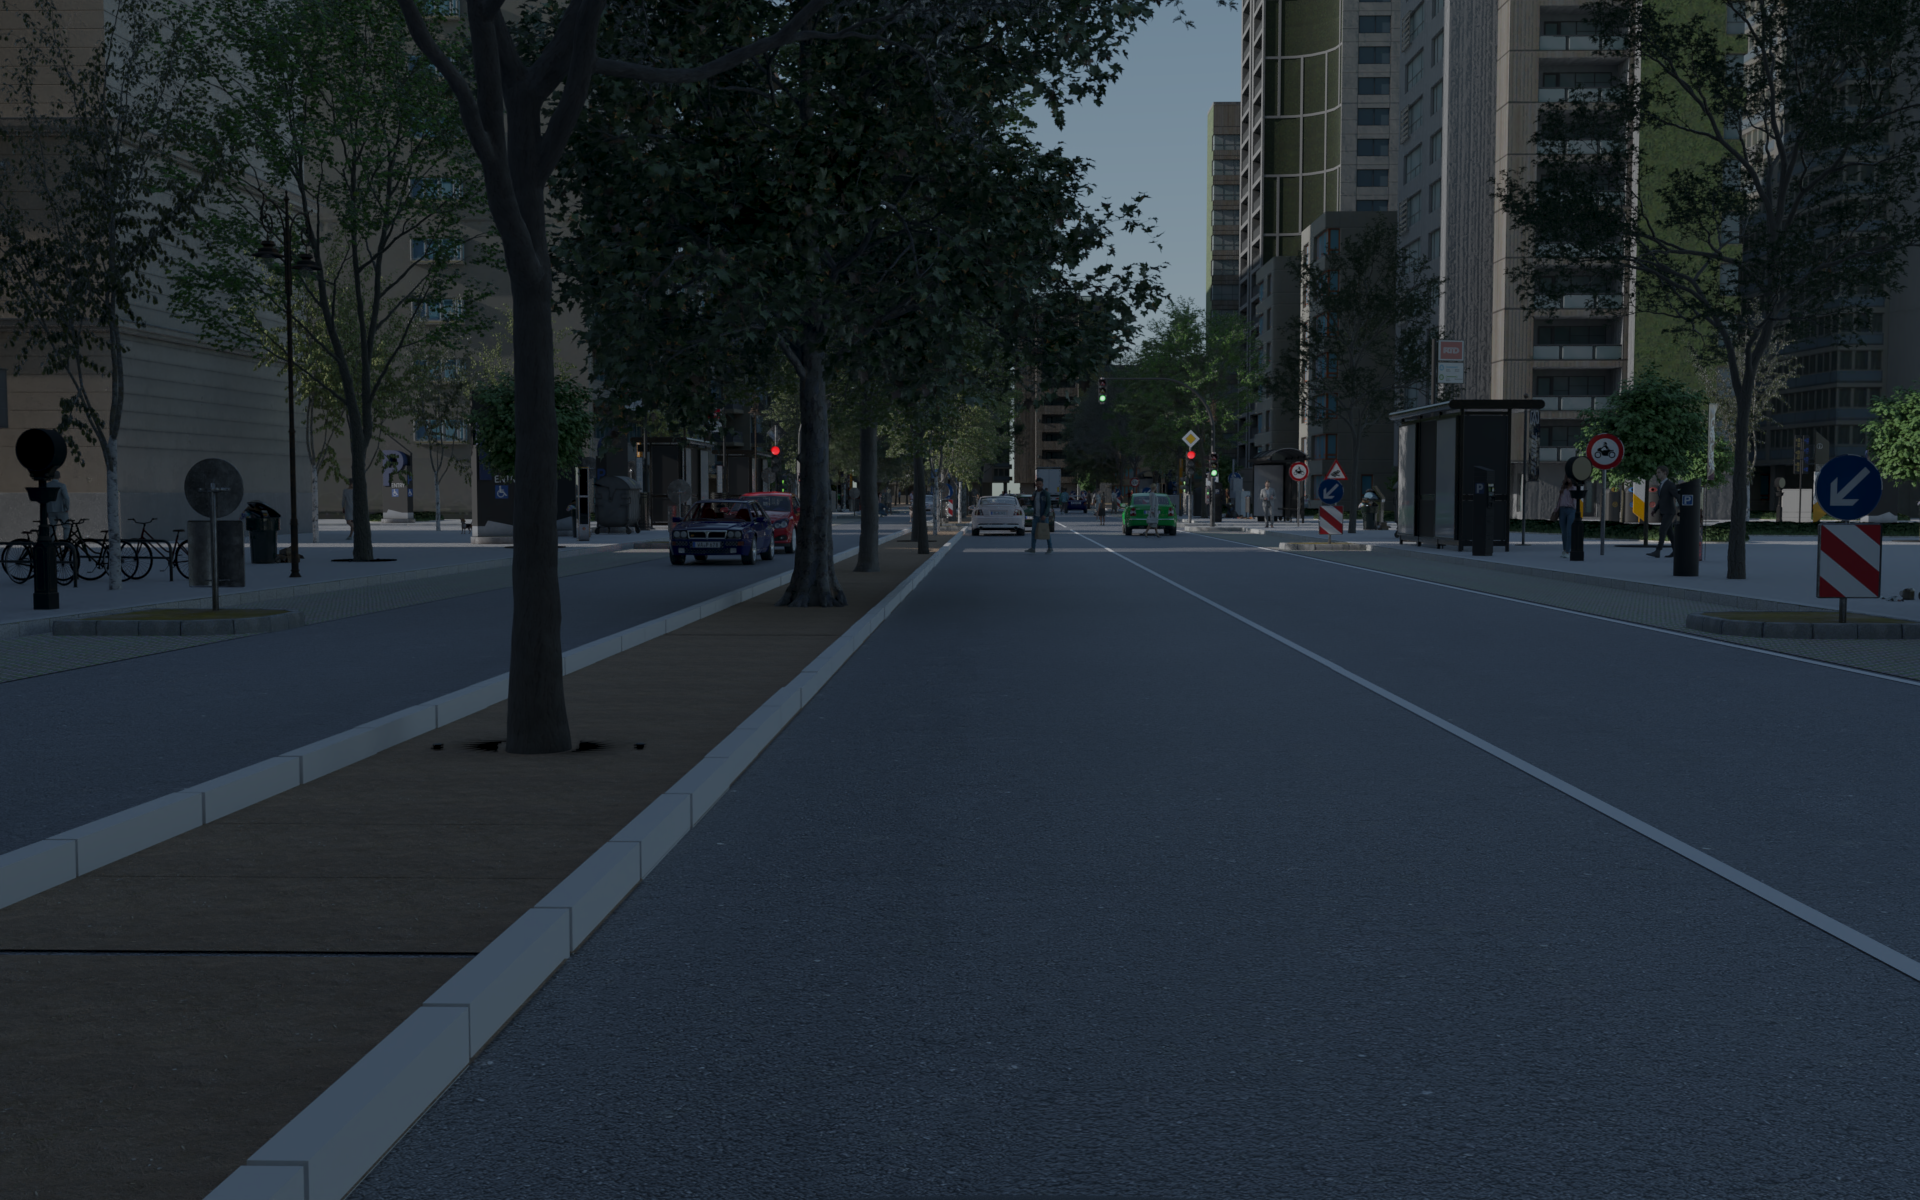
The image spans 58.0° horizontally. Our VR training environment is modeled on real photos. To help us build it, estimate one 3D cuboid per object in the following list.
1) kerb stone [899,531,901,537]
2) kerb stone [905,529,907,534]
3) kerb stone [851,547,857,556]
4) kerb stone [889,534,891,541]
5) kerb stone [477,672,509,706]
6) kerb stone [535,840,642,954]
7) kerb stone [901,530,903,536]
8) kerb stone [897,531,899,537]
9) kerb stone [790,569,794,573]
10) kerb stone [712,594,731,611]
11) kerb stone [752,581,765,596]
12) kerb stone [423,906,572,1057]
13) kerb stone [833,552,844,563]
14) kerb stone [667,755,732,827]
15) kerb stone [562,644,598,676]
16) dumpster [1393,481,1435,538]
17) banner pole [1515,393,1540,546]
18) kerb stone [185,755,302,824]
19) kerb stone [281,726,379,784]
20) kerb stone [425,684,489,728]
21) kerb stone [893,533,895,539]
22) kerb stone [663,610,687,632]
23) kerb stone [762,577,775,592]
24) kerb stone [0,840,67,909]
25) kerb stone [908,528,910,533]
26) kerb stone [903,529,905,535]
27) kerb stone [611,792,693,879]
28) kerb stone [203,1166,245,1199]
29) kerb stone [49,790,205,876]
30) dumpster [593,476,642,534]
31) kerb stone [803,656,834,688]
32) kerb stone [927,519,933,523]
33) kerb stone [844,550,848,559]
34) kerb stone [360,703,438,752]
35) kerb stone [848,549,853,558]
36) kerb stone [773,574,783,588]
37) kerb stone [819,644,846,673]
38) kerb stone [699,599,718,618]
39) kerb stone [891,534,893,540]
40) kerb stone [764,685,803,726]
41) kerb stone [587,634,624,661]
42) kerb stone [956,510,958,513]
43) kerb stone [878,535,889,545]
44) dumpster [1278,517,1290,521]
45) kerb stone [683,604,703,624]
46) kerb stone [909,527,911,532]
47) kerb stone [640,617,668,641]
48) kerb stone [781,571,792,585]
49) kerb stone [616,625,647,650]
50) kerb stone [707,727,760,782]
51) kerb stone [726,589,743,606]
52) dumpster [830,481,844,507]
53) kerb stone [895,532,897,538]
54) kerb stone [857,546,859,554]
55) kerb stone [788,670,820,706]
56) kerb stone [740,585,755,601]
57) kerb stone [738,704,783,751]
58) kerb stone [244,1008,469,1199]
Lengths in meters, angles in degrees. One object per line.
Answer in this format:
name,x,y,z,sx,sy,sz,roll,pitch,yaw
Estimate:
kerb stone,-2.116,-2.137,57.137,0.120,0.150,1.000,0,4,1
kerb stone,-2.034,-2.320,60.217,0.120,0.150,1.000,0,4,1
kerb stone,-2.530,-1.070,39.704,0.120,0.150,1.000,0,4,1
kerb stone,-2.236,-1.821,52.004,0.120,0.150,1.000,0,4,1
kerb stone,-3.211,0.622,12.071,0.120,0.150,1.000,0,4,1
kerb stone,-1.253,0.998,5.886,0.120,0.150,1.000,0,4,1
kerb stone,-2.081,-2.200,58.168,0.120,0.150,1.000,0,4,1
kerb stone,-2.132,-2.075,56.115,0.120,0.150,1.000,0,4,1
kerb stone,-2.812,-0.382,28.442,0.120,0.150,1.000,0,4,1
kerb stone,-2.980,0.056,21.277,0.120,0.150,1.000,0,4,1
kerb stone,-2.902,-0.132,24.350,0.120,0.150,1.000,0,4,1
kerb stone,-1.281,1.060,4.864,0.120,0.150,1.000,0,4,1
kerb stone,-2.609,-0.875,36.631,0.120,0.150,1.000,0,4,1
kerb stone,-1.194,0.873,7.929,0.120,0.150,1.000,0,4,1
kerb stone,-3.149,0.494,14.116,0.120,0.150,1.000,0,4,1
dumpster,13.263,-2.695,49.817,1.264,1.857,1.865,0,4,1
banner pole,14.118,-3.234,42.898,0.401,3.779,0.863,-1,4,-15
kerb stone,-3.302,0.873,7.970,0.120,0.150,1.000,0,4,1
kerb stone,-3.270,0.807,8.995,0.120,0.150,1.000,0,4,1
kerb stone,-3.225,0.683,11.040,0.120,0.150,1.000,0,4,1
kerb stone,-2.183,-1.949,54.062,0.120,0.150,1.000,0,4,1
kerb stone,-3.049,0.244,18.202,0.120,0.150,1.000,0,4,1
kerb stone,-2.880,-0.194,25.372,0.120,0.150,1.000,0,4,1
kerb stone,-3.351,0.995,5.923,0.120,0.150,1.000,0,4,1
kerb stone,-1.984,-2.447,62.260,0.120,0.150,1.000,0,4,1
kerb stone,-2.069,-2.260,59.190,0.120,0.150,1.000,0,4,1
kerb stone,-1.226,0.935,6.907,0.120,0.150,1.000,0,4,1
kerb stone,-1.325,1.186,2.811,0.120,0.150,1.000,0,4,1
kerb stone,-3.329,0.933,6.944,0.120,0.150,1.000,0,4,1
dumpster,-11.012,-3.051,55.635,1.264,1.857,1.865,0,4,1
kerb stone,-1.077,0.560,13.041,0.120,0.150,1.000,0,4,1
kerb stone,-1.422,-3.865,85.390,0.120,0.150,1.000,0,4,1
kerb stone,-2.585,-0.943,37.657,0.120,0.150,1.000,0,4,1
kerb stone,-3.257,0.745,10.017,0.120,0.150,1.000,0,4,1
kerb stone,-2.554,-1.003,38.682,0.120,0.150,1.000,0,4,1
kerb stone,-2.860,-0.255,26.399,0.120,0.150,1.000,0,4,1
kerb stone,-1.053,0.497,14.069,0.120,0.150,1.000,0,4,1
kerb stone,-3.004,0.119,20.255,0.120,0.150,1.000,0,4,1
kerb stone,-2.209,-1.886,53.031,0.120,0.150,1.000,0,4,1
kerb stone,-1.132,0.685,10.998,0.120,0.150,1.000,0,4,1
kerb stone,-3.130,0.432,15.138,0.120,0.150,1.000,0,4,1
kerb stone,-0.043,-7.372,142.756,0.120,0.150,1.000,0,4,1
kerb stone,-2.264,-1.759,50.980,0.120,0.150,1.000,0,4,1
dumpster,15.024,-4.910,82.779,1.502,2.255,1.985,0,4,2
kerb stone,-3.033,0.185,19.232,0.120,0.150,1.000,0,4,1
kerb stone,-1.964,-2.513,63.282,0.120,0.150,1.000,0,4,1
kerb stone,-3.080,0.307,17.181,0.120,0.150,1.000,0,4,1
kerb stone,-2.826,-0.320,27.420,0.120,0.150,1.000,0,4,1
kerb stone,-3.103,0.369,16.159,0.120,0.150,1.000,0,4,1
kerb stone,-1.176,0.810,8.950,0.120,0.150,1.000,0,4,1
kerb stone,-2.961,-0.005,22.302,0.120,0.150,1.000,0,4,1
dumpster,-9.462,-7.730,128.873,1.502,2.255,1.985,0,4,2
kerb stone,-2.166,-2.012,55.094,0.120,0.150,1.000,0,4,1
kerb stone,-2.511,-1.134,40.735,0.120,0.150,1.000,0,4,1
kerb stone,-1.099,0.629,12.019,0.120,0.150,1.000,0,4,1
kerb stone,-2.928,-0.069,23.323,0.120,0.150,1.000,0,4,1
kerb stone,-1.155,0.748,9.972,0.120,0.150,1.000,0,4,1
kerb stone,-1.301,1.123,3.836,0.120,0.150,1.000,0,4,1
